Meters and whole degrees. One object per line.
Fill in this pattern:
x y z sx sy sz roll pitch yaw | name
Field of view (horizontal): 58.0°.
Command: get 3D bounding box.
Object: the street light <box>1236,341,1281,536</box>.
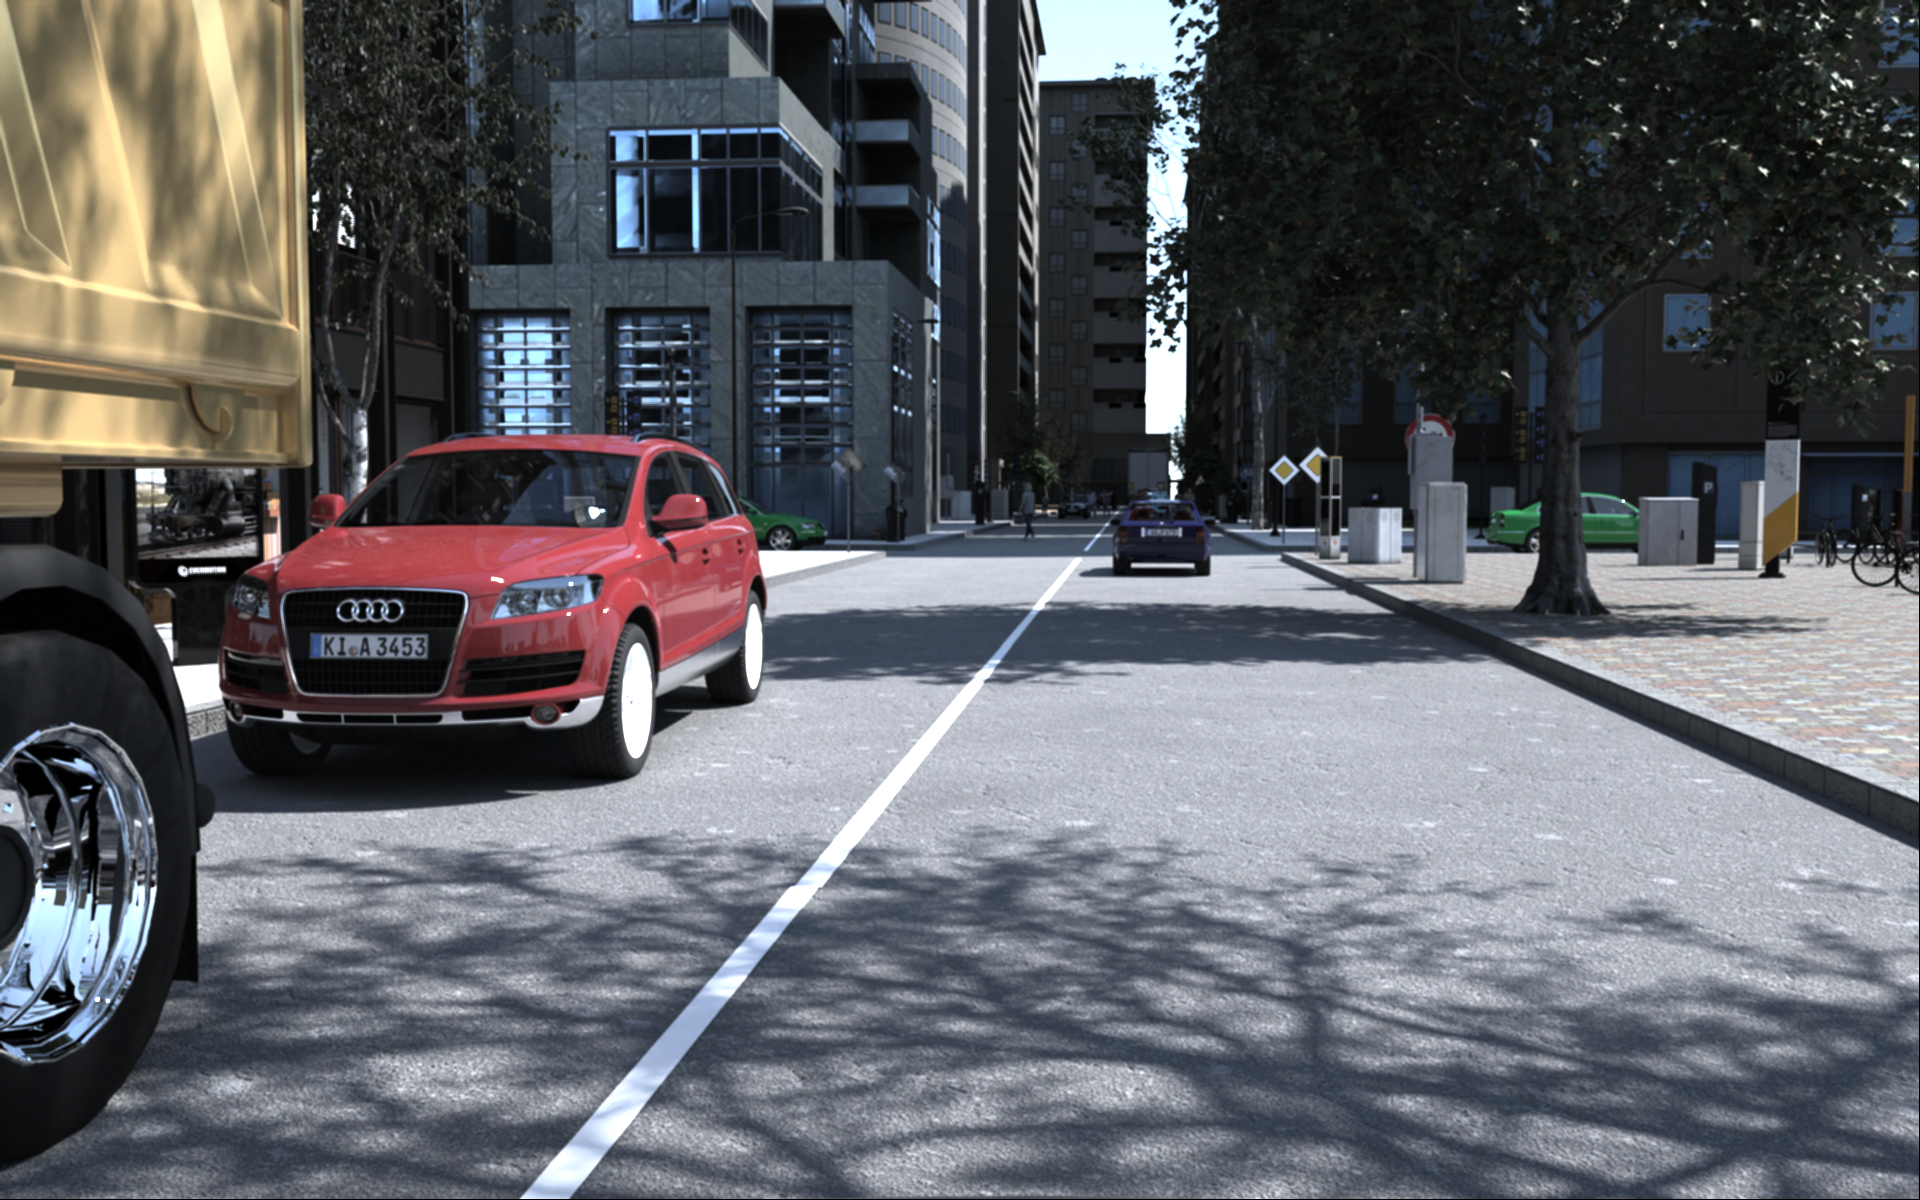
9.038 -4.892 52.519 1.470 5.913 1.316 0 4 6 | street light

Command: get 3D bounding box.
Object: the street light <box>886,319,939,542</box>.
-1.254 -4.496 46.048 1.470 5.913 1.316 0 4 6 | street light

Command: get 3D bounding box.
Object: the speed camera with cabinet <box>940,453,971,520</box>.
-0.286 -5.542 84.947 0.660 3.252 2.038 3 5 39 | speed camera with cabinet

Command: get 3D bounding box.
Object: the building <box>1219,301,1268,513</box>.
34.580 -17.586 132.572 27.650 21.520 28.899 0 4 6 | building

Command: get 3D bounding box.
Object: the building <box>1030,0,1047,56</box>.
-5.504 -36.129 179.939 27.495 52.752 28.713 0 4 6 | building

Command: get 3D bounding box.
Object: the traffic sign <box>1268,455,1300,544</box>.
8.282 -2.487 44.301 0.795 2.450 0.064 0 4 6 | traffic sign

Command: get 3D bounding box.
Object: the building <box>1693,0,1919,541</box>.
25.874 -24.616 52.582 14.200 45.320 14.600 0 4 6 | building

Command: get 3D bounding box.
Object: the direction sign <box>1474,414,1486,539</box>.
14.922 -3.518 49.513 0.379 3.537 0.876 0 4 7 | direction sign

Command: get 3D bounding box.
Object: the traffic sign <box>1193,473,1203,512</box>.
14.990 -6.602 107.951 0.884 2.594 0.081 0 4 8 | traffic sign

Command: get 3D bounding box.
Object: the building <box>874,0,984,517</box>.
-10.225 -34.153 100.400 21.231 58.520 28.212 0 4 6 | building

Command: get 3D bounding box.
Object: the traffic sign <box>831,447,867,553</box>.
-2.402 -2.062 37.355 0.795 2.450 0.064 0 4 6 | traffic sign

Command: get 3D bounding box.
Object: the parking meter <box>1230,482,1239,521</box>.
12.868 -4.618 81.221 0.399 1.863 0.255 1 4 15 | parking meter

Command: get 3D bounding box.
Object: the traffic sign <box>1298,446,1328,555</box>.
7.492 -2.001 36.355 0.795 2.450 0.064 0 4 6 | traffic sign

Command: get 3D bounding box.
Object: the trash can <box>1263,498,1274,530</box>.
10.925 -3.101 62.348 0.748 1.137 0.748 0 3 0 | trash can

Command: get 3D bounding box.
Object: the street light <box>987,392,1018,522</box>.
1.912 -6.504 78.880 1.470 5.913 1.316 0 4 6 | street light

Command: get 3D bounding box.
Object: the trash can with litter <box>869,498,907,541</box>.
-1.986 -2.213 47.562 1.055 1.170 0.624 1 4 17 | trash can with litter

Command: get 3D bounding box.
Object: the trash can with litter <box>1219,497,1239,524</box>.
11.686 -3.921 75.490 0.624 1.170 1.055 -2 4 -28 | trash can with litter

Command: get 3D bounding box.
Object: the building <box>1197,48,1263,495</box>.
35.712 -33.964 179.006 21.300 48.544 21.600 0 4 6 | building

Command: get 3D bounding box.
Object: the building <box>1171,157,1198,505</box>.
40.565 -34.200 213.793 28.867 44.769 22.147 0 4 6 | building

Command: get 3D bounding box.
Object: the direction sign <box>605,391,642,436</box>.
-7.412 -2.825 38.186 0.876 3.537 0.379 1 4 16 | direction sign

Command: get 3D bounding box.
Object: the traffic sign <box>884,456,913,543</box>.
-1.611 -2.548 45.301 0.795 2.450 0.064 0 4 6 | traffic sign

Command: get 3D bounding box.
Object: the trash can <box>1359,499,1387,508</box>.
11.205 -2.164 47.036 0.748 1.137 0.748 0 3 0 | trash can

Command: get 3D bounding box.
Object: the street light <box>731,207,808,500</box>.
-3.152 -3.408 28.266 1.470 5.913 1.316 0 4 6 | street light

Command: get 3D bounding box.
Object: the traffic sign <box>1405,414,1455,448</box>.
7.452 -1.678 27.542 0.768 2.556 0.104 0 4 6 | traffic sign

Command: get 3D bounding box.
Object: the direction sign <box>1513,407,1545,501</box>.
14.790 -3.237 44.922 0.876 3.537 0.379 0 4 5 | direction sign

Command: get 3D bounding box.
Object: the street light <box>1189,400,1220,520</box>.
12.183 -6.900 85.352 1.470 5.913 1.316 0 4 6 | street light

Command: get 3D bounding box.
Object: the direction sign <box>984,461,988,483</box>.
1.554 -7.684 117.634 0.876 3.537 0.379 -2 4 -35 | direction sign

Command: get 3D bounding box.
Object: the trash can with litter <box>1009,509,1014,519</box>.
2.242 -4.675 87.824 1.055 1.170 0.624 2 4 34 | trash can with litter

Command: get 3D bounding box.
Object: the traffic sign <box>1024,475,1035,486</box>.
4.513 -6.900 112.916 0.768 2.556 0.104 0 4 7 | traffic sign

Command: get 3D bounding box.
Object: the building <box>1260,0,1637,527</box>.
20.233 -25.825 72.346 14.600 45.320 14.200 0 4 6 | building

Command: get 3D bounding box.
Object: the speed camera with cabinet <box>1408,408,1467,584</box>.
7.089 -1.918 25.691 0.660 3.252 2.038 0 4 7 | speed camera with cabinet

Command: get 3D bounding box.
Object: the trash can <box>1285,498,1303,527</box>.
12.848 -3.369 66.742 0.748 1.137 0.748 0 3 0 | trash can

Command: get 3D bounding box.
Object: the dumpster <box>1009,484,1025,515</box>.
3.398 -5.720 99.282 1.264 1.857 1.865 0 4 6 | dumpster

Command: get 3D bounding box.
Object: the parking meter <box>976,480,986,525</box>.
0.852 -4.056 72.023 0.399 1.863 0.255 0 4 -6 | parking meter

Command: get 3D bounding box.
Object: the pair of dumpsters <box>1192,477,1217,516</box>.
14.549 -6.105 102.309 1.574 2.255 4.437 0 4 6 | pair of dumpsters

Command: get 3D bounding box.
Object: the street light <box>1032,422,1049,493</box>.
5.248 -8.525 111.926 1.470 5.913 1.316 0 4 6 | street light

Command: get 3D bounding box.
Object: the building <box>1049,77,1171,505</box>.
12.948 -38.616 220.613 27.495 52.752 28.713 0 4 6 | building

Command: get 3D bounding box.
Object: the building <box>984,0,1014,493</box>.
-6.379 -42.327 130.299 20.563 71.187 20.611 0 4 6 | building

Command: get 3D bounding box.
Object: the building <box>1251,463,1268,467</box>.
29.916 -29.485 101.693 23.786 49.044 30.456 0 4 6 | building

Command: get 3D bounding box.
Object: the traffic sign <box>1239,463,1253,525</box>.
11.905 -4.368 71.527 0.768 2.556 0.104 1 4 9 | traffic sign

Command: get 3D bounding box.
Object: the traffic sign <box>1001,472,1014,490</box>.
2.691 -5.963 97.606 0.768 2.556 0.104 1 4 11 | traffic sign

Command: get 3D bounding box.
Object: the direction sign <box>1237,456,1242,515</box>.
16.787 -6.853 104.037 0.379 3.537 0.876 2 4 23 | direction sign

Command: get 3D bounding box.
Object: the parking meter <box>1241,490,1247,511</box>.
16.365 -5.574 99.541 0.372 1.533 0.369 0 3 0 | parking meter

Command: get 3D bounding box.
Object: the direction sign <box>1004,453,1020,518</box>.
2.827 -6.284 94.746 0.876 3.537 0.379 -1 4 -10 | direction sign

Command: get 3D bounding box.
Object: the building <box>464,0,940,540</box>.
-11.559 -45.828 61.957 22.319 86.520 31.000 0 4 6 | building

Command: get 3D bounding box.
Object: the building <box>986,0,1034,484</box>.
-4.806 -32.312 152.004 21.300 48.544 21.600 0 4 6 | building

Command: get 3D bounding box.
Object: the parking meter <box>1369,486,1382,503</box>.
12.700 -2.726 52.989 0.372 1.533 0.369 0 3 0 | parking meter

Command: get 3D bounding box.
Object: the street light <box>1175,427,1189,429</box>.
15.477 -8.962 119.067 1.470 5.913 1.316 0 4 6 | street light

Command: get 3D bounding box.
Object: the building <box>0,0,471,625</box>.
-13.783 -11.430 16.564 12.332 23.373 15.834 0 4 6 | building

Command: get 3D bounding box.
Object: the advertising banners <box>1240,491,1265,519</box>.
15.103 -5.573 87.302 2.074 3.025 0.090 2 4 31 | advertising banners

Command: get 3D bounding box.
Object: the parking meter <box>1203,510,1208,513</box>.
16.464 -6.589 116.143 0.372 1.533 0.369 0 3 0 | parking meter

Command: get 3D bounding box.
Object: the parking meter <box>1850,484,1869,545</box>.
22.904 -2.184 44.111 0.372 1.533 0.369 0 3 0 | parking meter

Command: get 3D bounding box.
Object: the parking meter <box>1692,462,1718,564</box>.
13.593 -1.586 31.641 0.399 1.863 0.255 -1 4 -12 | parking meter
